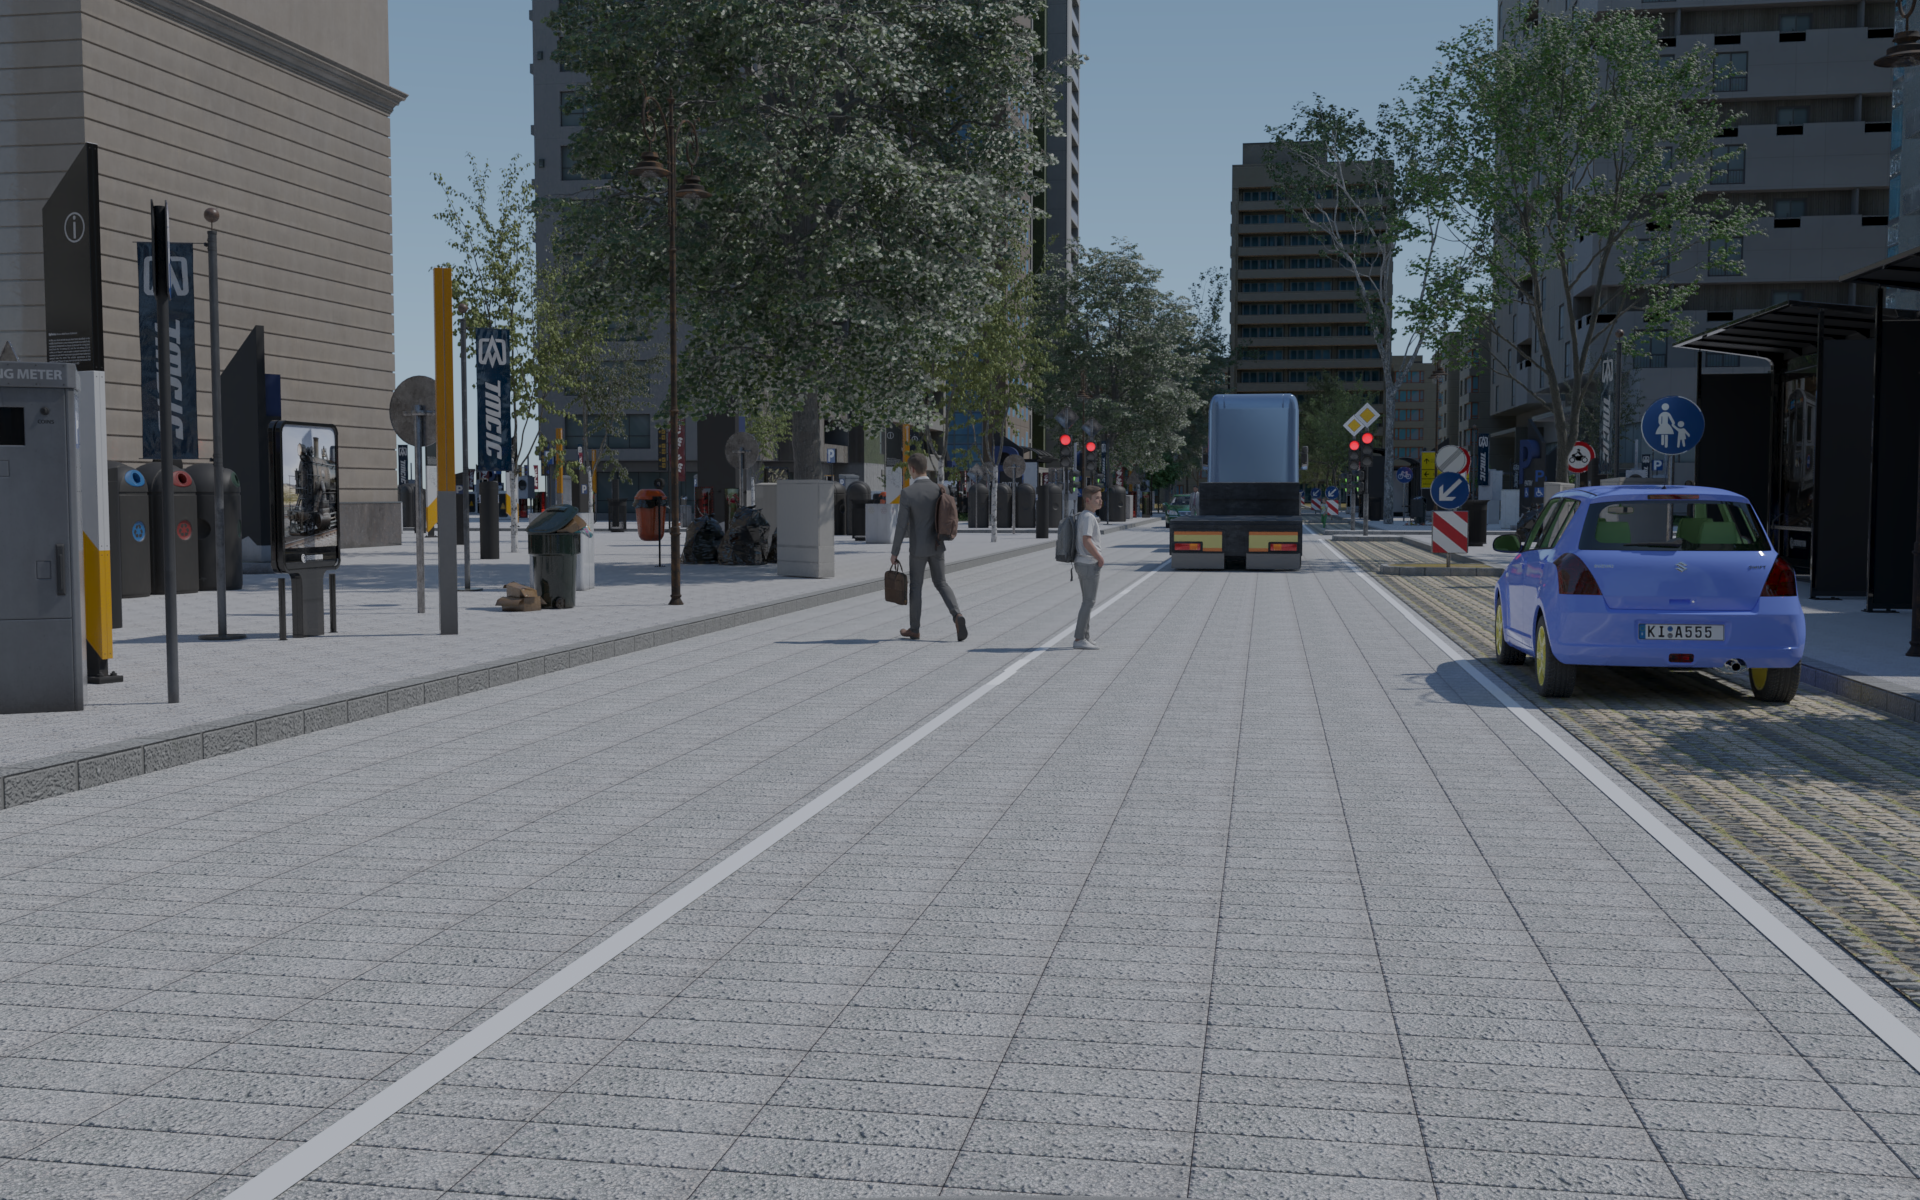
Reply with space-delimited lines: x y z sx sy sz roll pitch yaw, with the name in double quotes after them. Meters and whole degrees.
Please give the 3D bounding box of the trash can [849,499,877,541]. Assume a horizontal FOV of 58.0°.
-2.658 -2.188 47.426 0.748 1.137 0.748 0 3 0 "trash can"

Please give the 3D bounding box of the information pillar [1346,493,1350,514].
24.808 -6.488 110.572 0.304 2.012 0.304 0 4 3 "information pillar"

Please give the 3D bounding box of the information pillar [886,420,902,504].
-2.023 -3.745 52.592 0.504 3.616 0.183 0 4 3 "information pillar"

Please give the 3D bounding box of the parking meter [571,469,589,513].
-9.002 -2.163 41.075 0.255 1.863 0.399 2 4 25 "parking meter"

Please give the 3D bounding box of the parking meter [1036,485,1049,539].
2.374 -2.542 49.973 0.372 1.533 0.369 0 3 0 "parking meter"

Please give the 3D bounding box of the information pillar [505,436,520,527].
-17.214 -4.600 66.566 0.504 3.616 0.183 -3 4 -38 "information pillar"

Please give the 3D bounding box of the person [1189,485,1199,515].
9.652 -3.793 70.791 0.678 1.792 0.850 2 4 26 "person"

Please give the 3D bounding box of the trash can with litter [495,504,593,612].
-4.619 -0.479 19.216 0.624 1.170 1.055 2 4 27 "trash can with litter"

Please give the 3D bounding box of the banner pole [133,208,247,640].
-6.772 -1.542 15.221 0.863 3.779 0.401 -1 4 -8 "banner pole"

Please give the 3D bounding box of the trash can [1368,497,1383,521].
21.956 -4.873 91.319 0.748 1.137 0.748 0 3 0 "trash can"

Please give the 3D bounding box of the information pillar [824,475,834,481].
-5.124 -3.868 67.731 0.304 2.012 0.304 -2 4 -24 "information pillar"

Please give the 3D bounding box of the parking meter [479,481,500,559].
-9.275 -1.573 34.122 0.372 1.533 0.369 0 3 0 "parking meter"

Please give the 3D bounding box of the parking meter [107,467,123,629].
-8.210 -0.495 16.508 0.372 1.533 0.369 0 3 0 "parking meter"

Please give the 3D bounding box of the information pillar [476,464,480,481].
-37.190 -8.719 133.914 0.504 3.616 0.183 0 4 6 "information pillar"

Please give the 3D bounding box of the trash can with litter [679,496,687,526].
-10.951 -3.605 69.996 1.678 1.210 2.233 1 4 12 "trash can with litter"

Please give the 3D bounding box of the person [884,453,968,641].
-0.331 -0.517 16.910 0.622 1.834 0.822 -3 4 -38 "person"

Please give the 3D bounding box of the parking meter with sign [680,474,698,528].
-9.819 -4.283 66.286 1.738 3.016 0.543 -2 4 -25 "parking meter with sign"

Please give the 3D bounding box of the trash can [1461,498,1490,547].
12.610 -1.886 42.482 0.748 1.137 0.748 0 3 0 "trash can"

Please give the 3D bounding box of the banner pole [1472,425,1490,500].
18.781 -4.443 62.658 0.863 3.779 0.401 -1 4 -19 "banner pole"

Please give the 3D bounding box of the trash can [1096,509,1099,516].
8.112 -5.392 99.810 0.748 1.137 0.748 0 3 0 "trash can"

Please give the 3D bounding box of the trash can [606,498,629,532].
-11.494 -2.841 58.103 0.748 1.137 0.748 0 3 0 "trash can"

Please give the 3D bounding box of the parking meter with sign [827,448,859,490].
-4.253 -4.313 66.781 1.738 3.016 0.543 -3 5 -39 "parking meter with sign"

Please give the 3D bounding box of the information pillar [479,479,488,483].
-22.679 -4.772 82.521 0.304 2.012 0.304 -3 5 -44 "information pillar"

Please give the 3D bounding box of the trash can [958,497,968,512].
0.182 -4.695 88.421 0.748 1.137 0.748 0 3 0 "trash can"

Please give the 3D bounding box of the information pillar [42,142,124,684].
-5.979 -1.247 11.748 0.504 3.616 0.183 2 4 26 "information pillar"

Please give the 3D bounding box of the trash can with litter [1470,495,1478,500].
30.306 -5.623 102.996 1.678 1.210 2.233 -3 5 -40 "trash can with litter"

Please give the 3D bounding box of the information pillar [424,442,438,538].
-15.534 -3.647 50.988 0.183 3.616 0.504 2 4 34 "information pillar"

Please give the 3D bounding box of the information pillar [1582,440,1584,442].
26.777 -5.095 74.652 0.183 3.616 0.504 1 4 9 "information pillar"

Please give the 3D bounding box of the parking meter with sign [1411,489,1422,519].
24.093 -5.673 89.011 1.738 3.016 0.543 2 4 33 "parking meter with sign"

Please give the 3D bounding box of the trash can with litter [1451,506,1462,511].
14.846 -2.424 51.015 0.624 1.170 1.055 -1 4 -9 "trash can with litter"

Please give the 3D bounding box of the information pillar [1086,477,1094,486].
5.462 -4.187 72.948 0.304 2.012 0.304 1 4 9 "information pillar"

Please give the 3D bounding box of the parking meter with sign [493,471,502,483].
-27.769 -6.510 102.699 0.543 3.016 1.738 1 4 9 "parking meter with sign"

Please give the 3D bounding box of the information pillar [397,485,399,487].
-43.726 -7.995 135.208 0.304 2.012 0.304 -2 4 -25 "information pillar"

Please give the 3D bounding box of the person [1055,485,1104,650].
1.172 -0.302 16.034 0.523 1.515 0.503 -3 4 -38 "person"

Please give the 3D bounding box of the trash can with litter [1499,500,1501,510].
28.707 -4.970 92.642 0.624 1.170 1.055 2 4 35 "trash can with litter"

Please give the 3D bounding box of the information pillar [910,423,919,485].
-1.557 -3.983 56.477 0.504 3.616 0.183 -2 4 -26 "information pillar"

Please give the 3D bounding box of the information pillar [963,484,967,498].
0.365 -7.400 125.484 0.304 2.012 0.304 1 4 9 "information pillar"

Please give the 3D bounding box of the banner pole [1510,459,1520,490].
39.404 -8.148 123.244 0.863 3.779 0.401 1 4 20 "banner pole"

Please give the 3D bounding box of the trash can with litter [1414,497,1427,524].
19.294 -3.756 72.791 0.624 1.170 1.055 1 4 15 "trash can with litter"

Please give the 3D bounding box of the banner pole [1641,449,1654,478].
37.970 -6.453 95.529 0.401 3.779 0.863 -3 5 -45 "banner pole"

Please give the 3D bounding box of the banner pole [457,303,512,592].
-6.336 -2.016 22.981 0.863 3.779 0.401 -2 4 -33 "banner pole"

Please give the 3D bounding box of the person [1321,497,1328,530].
14.528 -3.440 69.000 0.306 1.304 0.590 2 4 31 "person"

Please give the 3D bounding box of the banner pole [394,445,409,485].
-24.911 -5.322 77.039 0.863 3.779 0.401 0 4 6 "banner pole"

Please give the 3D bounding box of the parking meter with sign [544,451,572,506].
-16.035 -4.531 70.339 0.543 3.016 1.738 2 4 33 "parking meter with sign"

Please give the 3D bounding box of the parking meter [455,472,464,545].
-12.603 -2.321 43.663 0.399 1.863 0.255 0 4 -4 "parking meter"

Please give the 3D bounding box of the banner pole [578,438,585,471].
-16.721 -5.295 76.594 0.401 3.779 0.863 1 4 12 "banner pole"

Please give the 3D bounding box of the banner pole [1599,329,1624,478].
10.010 -2.241 26.660 0.401 3.779 0.863 0 4 -3 "banner pole"

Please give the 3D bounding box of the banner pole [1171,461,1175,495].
16.157 -8.888 135.330 0.863 3.779 0.401 -2 4 -24 "banner pole"

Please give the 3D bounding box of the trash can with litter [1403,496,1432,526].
19.014 -3.635 70.496 2.233 1.210 1.678 0 4 1 "trash can with litter"

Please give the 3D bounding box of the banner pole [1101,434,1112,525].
6.045 -5.014 71.988 0.401 3.779 0.863 2 4 31 "banner pole"

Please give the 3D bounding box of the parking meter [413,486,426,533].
-17.631 -2.943 56.528 0.372 1.533 0.369 0 3 0 "parking meter"
